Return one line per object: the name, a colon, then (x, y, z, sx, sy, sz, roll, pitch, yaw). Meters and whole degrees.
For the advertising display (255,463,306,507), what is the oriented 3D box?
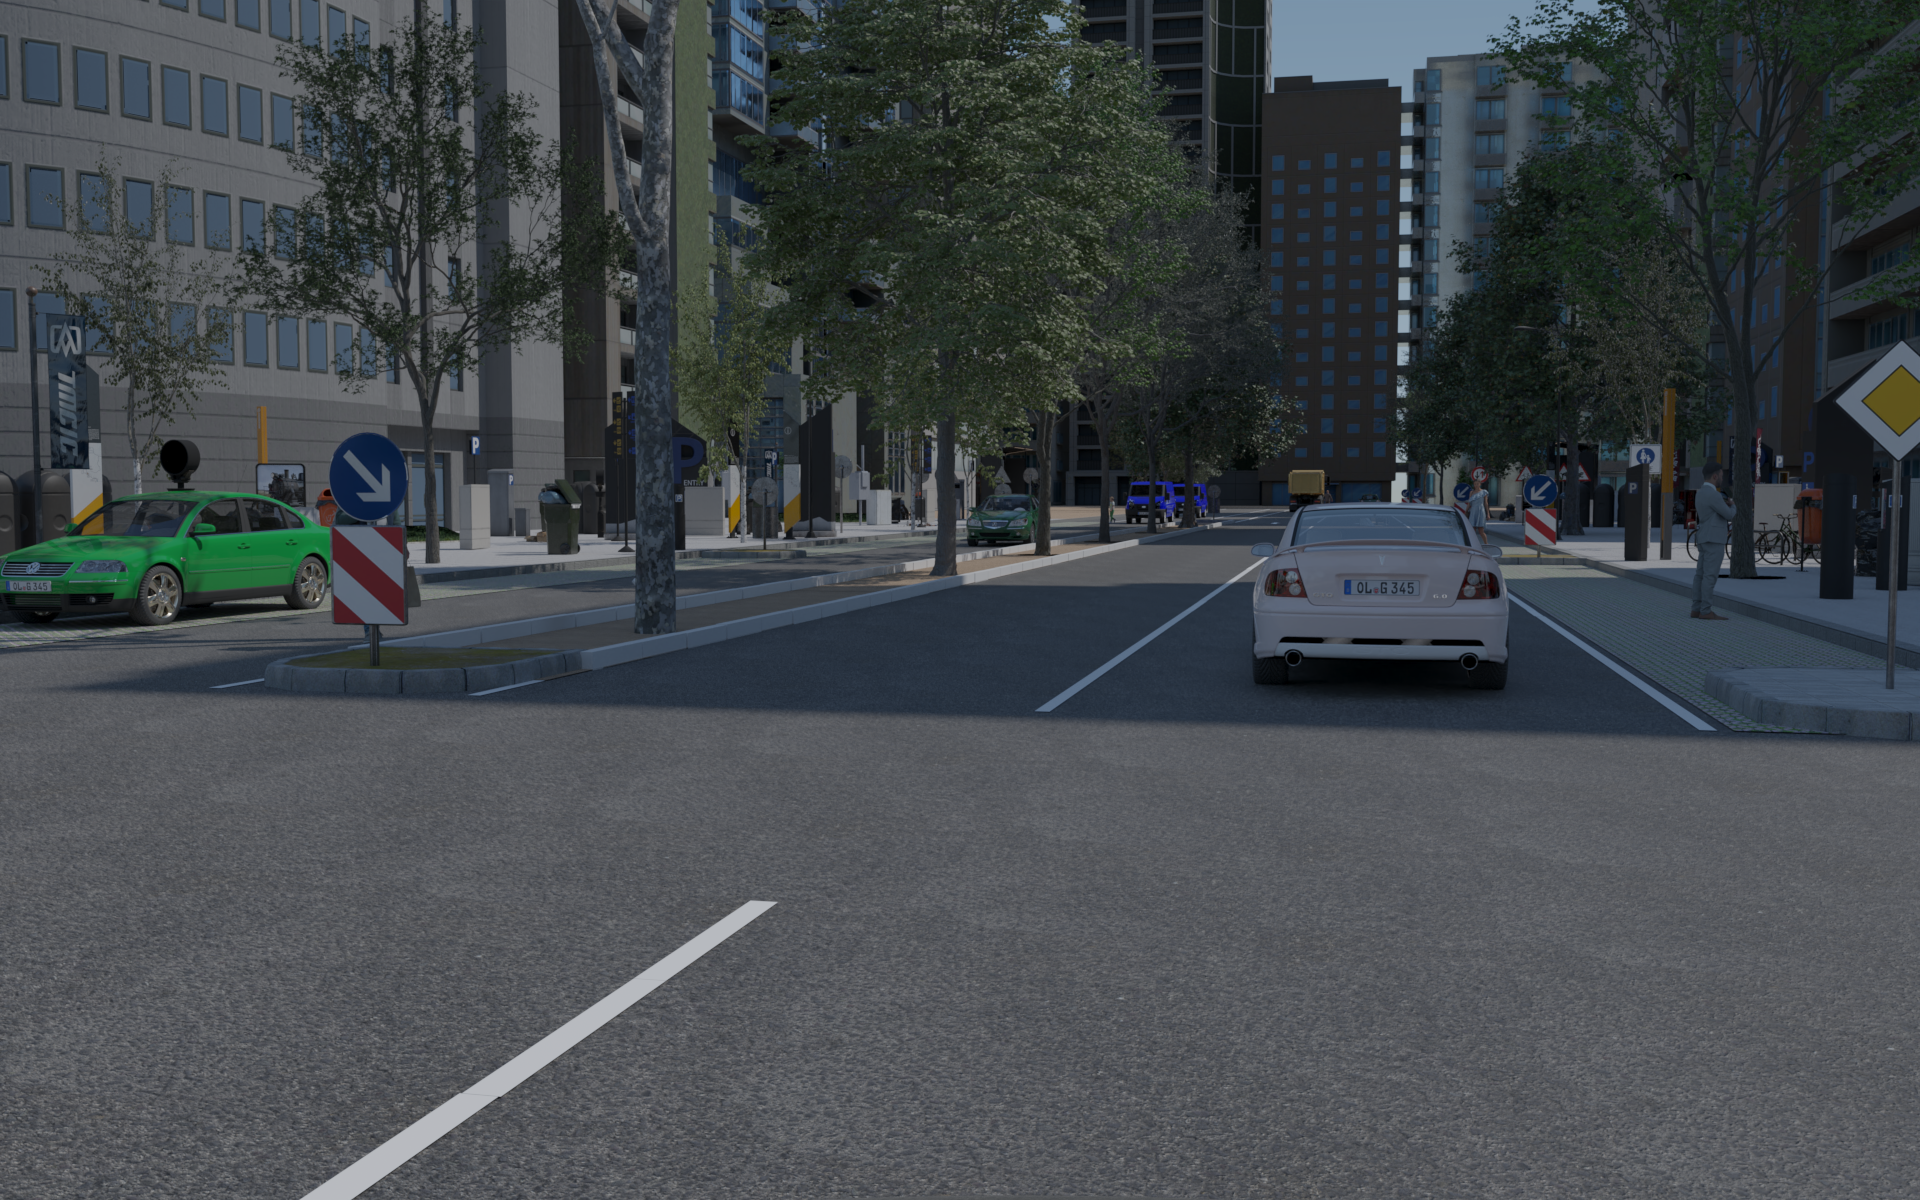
advertising display: (-14.188, -1.896, 36.218, 0.974, 1.923, 0.123, -1, 4, -14)

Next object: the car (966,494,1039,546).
car: (1.410, -2.277, 49.029, 2.131, 1.459, 4.920, 1, 4, 12)

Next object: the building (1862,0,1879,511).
building: (46.697, -26.933, 64.058, 21.300, 48.544, 21.600, 1, 4, 13)

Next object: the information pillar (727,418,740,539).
information pillar: (-6.555, -3.595, 50.138, 0.183, 3.616, 0.504, 2, 4, 26)

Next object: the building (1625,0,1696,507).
building: (63.719, -32.715, 124.132, 28.713, 52.752, 27.495, 1, 4, 13)

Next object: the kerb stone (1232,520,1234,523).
kerb stone: (12.970, -3.749, 83.498, 0.120, 0.150, 1.000, 1, 4, 13)

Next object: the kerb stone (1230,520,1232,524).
kerb stone: (12.747, -3.686, 82.497, 0.120, 0.150, 1.000, 1, 4, 13)

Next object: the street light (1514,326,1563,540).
street light: (16.024, -4.616, 48.008, 1.470, 5.913, 1.316, 1, 4, 13)

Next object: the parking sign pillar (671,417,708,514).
parking sign pillar: (-9.338, -4.346, 59.522, 1.447, 3.967, 1.447, -1, 4, -15)

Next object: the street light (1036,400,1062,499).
street light: (4.307, -6.864, 84.766, 1.470, 5.913, 1.316, 1, 4, 13)

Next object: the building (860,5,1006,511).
building: (-11.602, -33.781, 141.562, 27.495, 52.752, 28.713, 1, 4, 13)

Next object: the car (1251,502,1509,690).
car: (3.408, -0.113, 14.211, 2.083, 1.381, 4.827, 1, 4, 12)

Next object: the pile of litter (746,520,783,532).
pile of litter: (-6.688, -2.706, 58.211, 1.719, 0.858, 1.176, -2, 4, -29)

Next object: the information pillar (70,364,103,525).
information pillar: (-14.143, -2.240, 27.984, 0.183, 3.616, 0.504, 3, 4, 39)

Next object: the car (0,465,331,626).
car: (-9.157, -0.701, 20.255, 1.959, 1.807, 4.718, 1, 4, 13)

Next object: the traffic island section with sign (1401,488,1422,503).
traffic island section with sign: (29.112, -6.252, 110.847, 1.989, 1.847, 2.006, 1, 4, 13)

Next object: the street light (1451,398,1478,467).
street light: (24.218, -6.759, 83.055, 1.470, 5.913, 1.316, 1, 4, 13)

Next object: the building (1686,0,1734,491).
building: (51.702, -25.745, 104.525, 14.154, 41.232, 14.086, 1, 4, 13)

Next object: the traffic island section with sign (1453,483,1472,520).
traffic island section with sign: (17.813, -3.259, 61.918, 1.989, 1.847, 2.006, 1, 4, 13)

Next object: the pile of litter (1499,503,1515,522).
pile of litter: (26.651, -4.235, 83.210, 1.719, 0.858, 1.176, -1, 4, -9)

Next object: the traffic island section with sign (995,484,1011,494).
traffic island section with sign: (1.582, -3.494, 65.751, 1.989, 1.847, 2.006, 1, 4, 13)

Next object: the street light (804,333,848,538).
street light: (-3.819, -4.747, 50.147, 1.470, 5.913, 1.316, 1, 4, 13)

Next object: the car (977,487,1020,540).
car: (1.611, -2.743, 54.640, 2.009, 1.686, 4.222, 1, 4, 12)

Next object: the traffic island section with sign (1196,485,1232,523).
traffic island section with sign: (12.648, -4.803, 86.667, 2.006, 1.907, 1.989, 1, 4, 13)

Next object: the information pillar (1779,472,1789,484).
information pillar: (26.993, -3.198, 56.782, 0.304, 2.012, 0.304, 2, 4, 27)

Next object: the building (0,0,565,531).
building: (-28.060, -31.157, 51.414, 21.231, 58.520, 28.212, 1, 4, 13)

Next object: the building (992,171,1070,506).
building: (2.091, -35.251, 200.050, 21.600, 48.544, 21.300, 1, 4, 13)

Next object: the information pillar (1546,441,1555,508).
information pillar: (20.599, -4.226, 60.447, 0.183, 3.616, 0.504, 3, 5, 44)

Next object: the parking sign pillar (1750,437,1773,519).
parking sign pillar: (32.193, -5.001, 70.238, 1.447, 3.967, 1.447, 3, 5, 43)

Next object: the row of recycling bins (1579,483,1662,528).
row of recycling bins: (25.284, -3.642, 66.662, 3.534, 1.692, 1.069, 1, 4, 22)

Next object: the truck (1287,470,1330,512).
truck: (28.022, -8.799, 139.779, 3.469, 3.379, 9.791, 1, 4, 13)

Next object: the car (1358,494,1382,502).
car: (35.336, -8.531, 149.270, 2.009, 1.686, 4.222, 1, 4, 13)

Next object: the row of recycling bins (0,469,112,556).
row of recycling bins: (-15.349, -1.288, 28.164, 1.069, 1.692, 3.534, 1, 4, 23)

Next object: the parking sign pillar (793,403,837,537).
parking sign pillar: (-4.408, -3.872, 51.786, 1.447, 3.967, 1.447, 1, 4, 13)

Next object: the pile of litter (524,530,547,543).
pile of litter: (-11.119, -1.989, 46.485, 1.176, 0.858, 1.719, 0, 4, -3)

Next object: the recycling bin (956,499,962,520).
recycling bin: (-0.310, -4.455, 85.389, 0.722, 1.027, 0.722, 1, 4, 8)

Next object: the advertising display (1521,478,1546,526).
advertising display: (23.302, -3.984, 70.350, 0.974, 1.923, 0.123, 0, 4, -3)

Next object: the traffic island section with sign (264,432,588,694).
traffic island section with sign: (-4.237, -0.325, 13.443, 2.006, 1.907, 1.989, 1, 4, 13)

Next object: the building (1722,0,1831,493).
building: (49.209, -26.934, 90.487, 14.600, 45.320, 14.200, 1, 4, 13)

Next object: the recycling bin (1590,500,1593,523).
recycling bin: (27.188, -3.865, 75.753, 0.722, 1.027, 0.722, -2, 4, -28)

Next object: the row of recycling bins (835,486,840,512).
row of recycling bins: (-6.274, -4.728, 84.422, 1.069, 1.692, 3.534, 0, 4, -2)

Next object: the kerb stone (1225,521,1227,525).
kerb stone: (12.053, -3.504, 79.483, 0.120, 0.150, 1.000, 1, 4, 13)

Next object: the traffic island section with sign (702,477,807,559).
traffic island section with sign: (-4.556, -1.865, 39.117, 1.989, 1.847, 2.006, 1, 4, 13)

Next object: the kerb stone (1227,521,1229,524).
kerb stone: (12.283, -3.565, 80.479, 0.120, 0.150, 1.000, 1, 4, 13)

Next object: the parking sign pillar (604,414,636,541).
parking sign pillar: (-9.235, -3.666, 48.410, 1.447, 3.967, 1.447, 0, 4, 1)

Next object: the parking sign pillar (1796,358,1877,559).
parking sign pillar: (17.512, -2.819, 34.559, 1.447, 3.967, 1.447, -1, 4, -11)

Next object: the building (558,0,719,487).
building: (-20.388, -24.247, 80.034, 14.154, 41.232, 14.086, 1, 4, 13)

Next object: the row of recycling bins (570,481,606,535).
row of recycling bins: (-12.145, -3.017, 56.442, 1.069, 1.692, 3.534, -2, 4, -24)

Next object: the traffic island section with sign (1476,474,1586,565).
traffic island section with sign: (11.752, -1.653, 35.650, 1.989, 1.847, 2.006, 1, 4, 13)

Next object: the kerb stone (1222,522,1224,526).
kerb stone: (11.595, -3.382, 77.490, 0.120, 0.150, 1.000, 1, 4, 13)

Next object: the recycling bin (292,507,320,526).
recycling bin: (-12.531, -1.249, 32.974, 0.722, 1.027, 0.722, 2, 4, 34)

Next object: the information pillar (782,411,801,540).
information pillar: (-4.731, -3.503, 48.635, 0.504, 3.616, 0.183, 1, 4, 18)

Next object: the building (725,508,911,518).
building: (-15.923, -48.654, 108.166, 22.319, 86.520, 31.000, 1, 4, 13)
